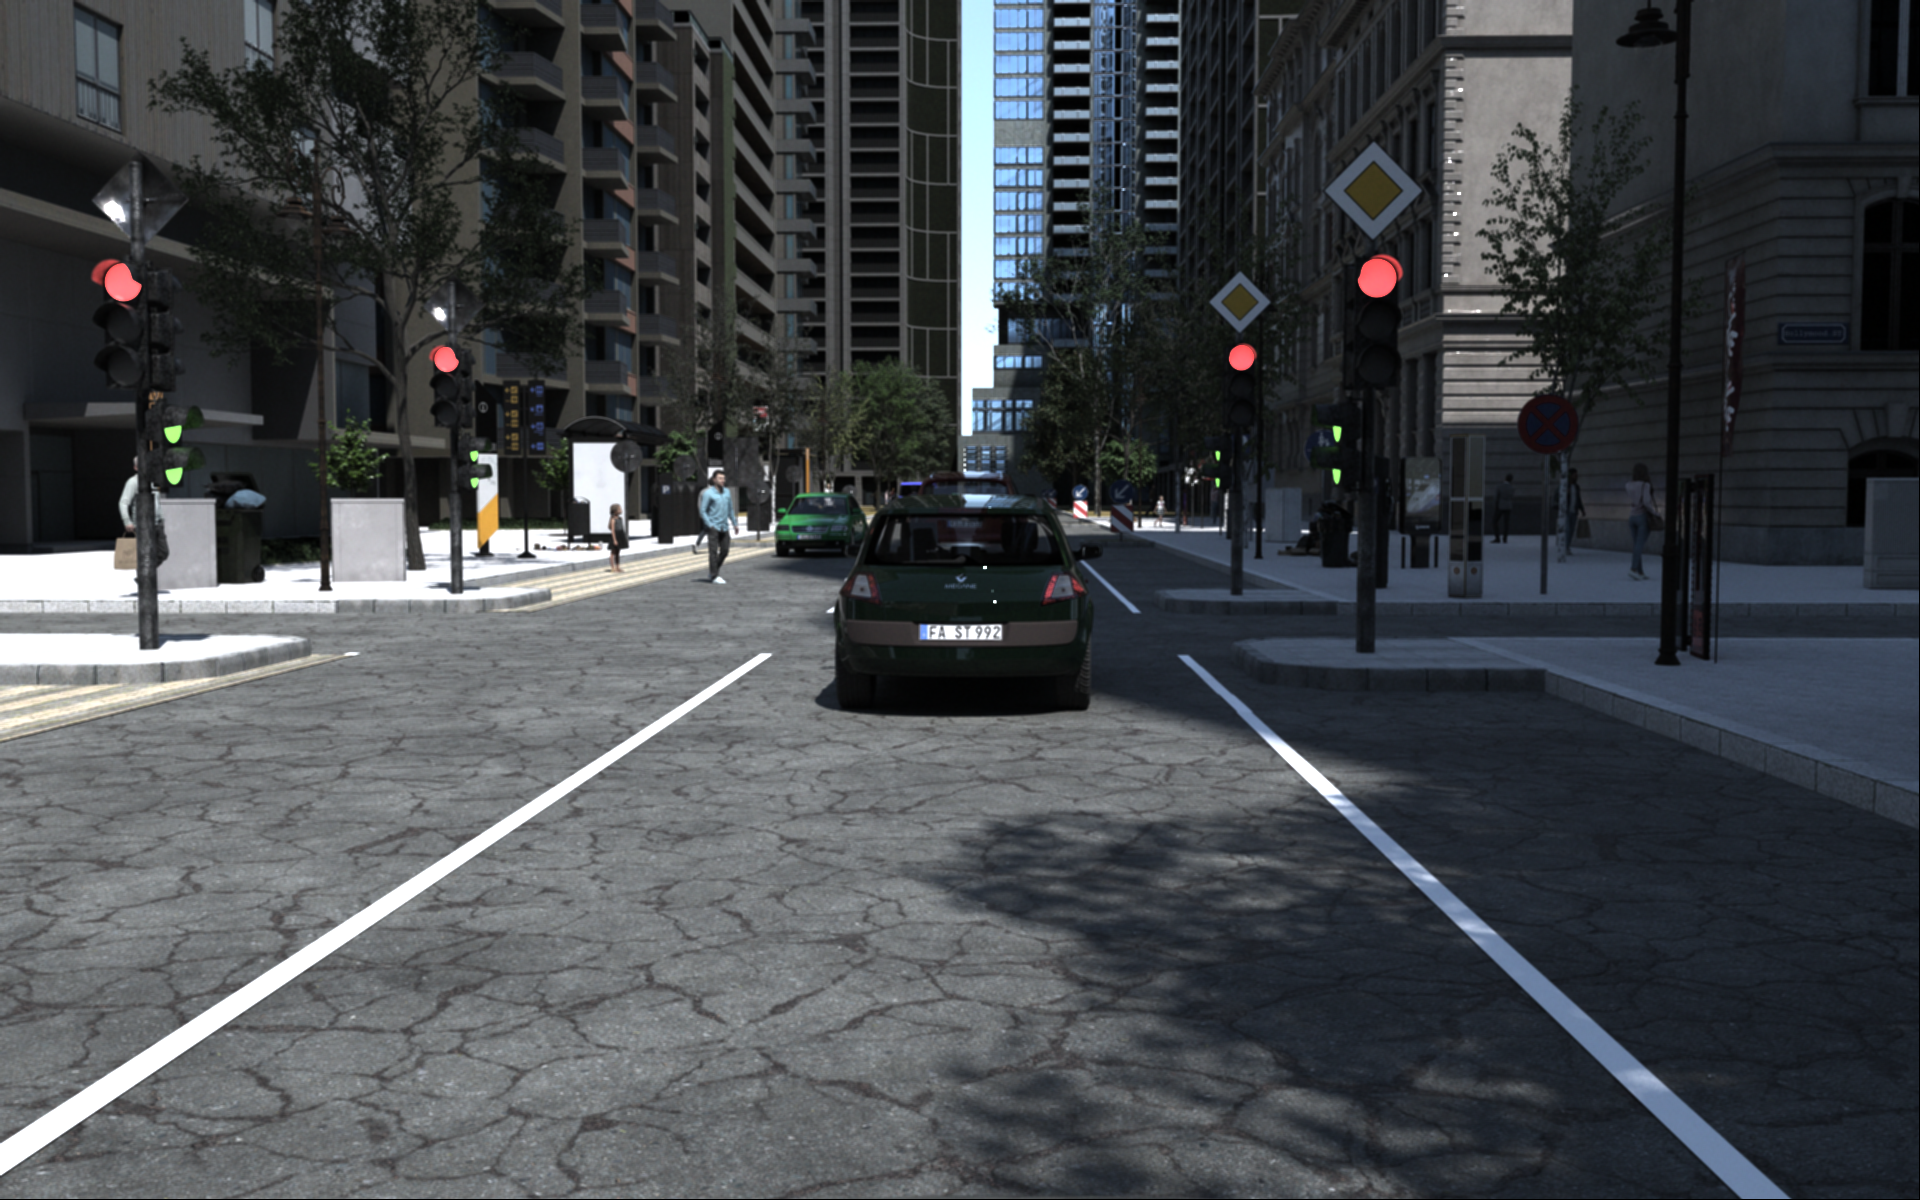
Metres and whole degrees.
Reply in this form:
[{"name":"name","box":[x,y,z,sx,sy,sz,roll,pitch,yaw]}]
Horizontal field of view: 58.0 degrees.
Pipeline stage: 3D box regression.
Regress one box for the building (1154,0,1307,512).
[{"name":"building","box":[28.416,-43.694,152.643,20.563,71.187,20.611,0,4,2]}]

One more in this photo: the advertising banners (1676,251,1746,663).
[{"name":"advertising banners","box":[5.818,-1.061,13.541,0.090,3.025,2.074,1,4,11]}]

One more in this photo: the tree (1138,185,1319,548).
[{"name":"tree","box":[6.549,-5.517,40.566,4.737,8.622,4.395,0,3,0]}]

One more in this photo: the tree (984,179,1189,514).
[{"name":"tree","box":[7.740,-15.362,107.055,12.611,20.169,13.585,0,3,0]}]

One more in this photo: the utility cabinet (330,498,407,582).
[{"name":"utility cabinet","box":[-8.654,-0.869,25.362,1.020,1.237,0.306,-1,4,-15]}]

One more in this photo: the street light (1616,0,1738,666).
[{"name":"street light","box":[5.327,-2.451,12.861,0.468,5.910,1.993,0,4,2]}]

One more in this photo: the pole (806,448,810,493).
[{"name":"pole","box":[-6.773,-5.092,77.100,0.158,3.312,0.155,0,3,0]}]

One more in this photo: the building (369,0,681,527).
[{"name":"building","box":[-25.311,-25.958,79.032,22.147,44.769,28.867,0,4,2]}]

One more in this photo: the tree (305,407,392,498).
[{"name":"tree","box":[-13.592,-2.696,38.679,1.663,3.219,1.824,0,3,0]}]

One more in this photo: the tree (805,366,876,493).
[{"name":"tree","box":[-7.237,-9.177,100.410,4.737,8.622,4.395,0,3,0]}]

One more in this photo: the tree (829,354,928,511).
[{"name":"tree","box":[-6.233,-12.490,129.974,9.928,11.665,9.643,0,3,0]}]

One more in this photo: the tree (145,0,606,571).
[{"name":"tree","box":[-9.485,-5.773,28.807,7.601,10.594,8.767,-1,4,-11]}]

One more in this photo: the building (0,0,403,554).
[{"name":"building","box":[-30.827,-27.742,42.819,28.713,52.752,27.495,0,4,2]}]

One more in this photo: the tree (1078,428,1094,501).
[{"name":"tree","box":[10.525,-12.000,146.566,4.360,8.622,3.978,0,3,0]}]

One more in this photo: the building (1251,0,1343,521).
[{"name":"building","box":[22.705,-18.186,84.735,14.401,28.519,23.554,0,4,2]}]

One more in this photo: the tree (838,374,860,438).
[{"name":"tree","box":[-7.616,-8.802,94.276,4.360,8.622,3.978,0,3,0]}]

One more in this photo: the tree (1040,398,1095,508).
[{"name":"tree","box":[10.497,-14.410,161.365,9.928,11.665,9.643,0,3,0]}]

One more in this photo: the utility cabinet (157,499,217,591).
[{"name":"utility cabinet","box":[-10.586,-0.750,23.417,0.306,1.237,1.020,2,4,30]}]

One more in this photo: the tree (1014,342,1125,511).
[{"name":"tree","box":[8.656,-13.091,131.050,9.611,12.733,9.660,0,3,0]}]

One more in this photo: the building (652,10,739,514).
[{"name":"building","box":[-21.571,-20.370,104.750,14.160,30.474,14.107,0,4,2]}]

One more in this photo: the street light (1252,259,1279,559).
[{"name":"street light","box":[5.929,-3.757,34.209,0.468,5.910,1.993,0,4,2]}]

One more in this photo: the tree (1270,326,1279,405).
[{"name":"tree","box":[9.504,-6.827,61.984,4.360,8.622,3.978,0,3,0]}]

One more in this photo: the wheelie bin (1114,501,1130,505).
[{"name":"wheelie bin","box":[8.195,-4.852,87.232,0.980,1.594,0.693,-2,4,-26]}]

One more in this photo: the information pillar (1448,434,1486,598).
[{"name":"information pillar","box":[6.262,-1.035,21.411,0.304,2.012,0.304,-2,4,-28]}]

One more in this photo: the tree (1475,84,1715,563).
[{"name":"tree","box":[11.491,-5.005,32.192,4.737,8.622,4.395,0,3,0]}]

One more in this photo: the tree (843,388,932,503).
[{"name":"tree","box":[-6.083,-12.737,142.655,8.767,10.594,7.601,2,4,26]}]

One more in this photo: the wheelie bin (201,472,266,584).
[{"name":"wheelie bin","box":[-10.430,-1.039,24.891,0.980,1.594,0.693,1,4,9]}]

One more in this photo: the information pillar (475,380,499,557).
[{"name":"information pillar","box":[-9.753,-2.710,35.662,0.183,3.616,0.504,3,4,38]}]

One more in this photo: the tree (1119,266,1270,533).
[{"name":"tree","box":[7.355,-6.484,56.380,4.360,8.622,3.978,0,3,0]}]

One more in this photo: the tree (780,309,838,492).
[{"name":"tree","box":[-7.570,-7.273,69.279,4.360,8.622,3.978,0,3,0]}]

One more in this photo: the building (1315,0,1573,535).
[{"name":"building","box":[20.036,-14.292,62.558,11.050,23.489,19.941,0,4,2]}]

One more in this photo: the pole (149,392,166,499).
[{"name":"pole","box":[-11.097,-1.840,23.921,0.158,3.312,0.155,0,3,0]}]

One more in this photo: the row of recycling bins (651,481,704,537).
[{"name":"row of recycling bins","box":[-8.662,-2.839,53.526,1.069,1.692,3.534,0,4,8]}]

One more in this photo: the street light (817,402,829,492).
[{"name":"street light","box":[-6.743,-6.891,85.448,0.468,5.910,1.993,0,4,2]}]

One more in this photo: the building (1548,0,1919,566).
[{"name":"building","box":[31.482,-13.196,34.836,34.723,24.649,14.460,0,4,2]}]

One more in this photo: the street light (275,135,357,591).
[{"name":"street light","box":[-8.418,-3.059,22.803,0.468,5.910,1.993,0,4,2]}]

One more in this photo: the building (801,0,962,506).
[{"name":"building","box":[-10.304,-46.443,197.595,20.611,71.187,20.563,0,4,2]}]

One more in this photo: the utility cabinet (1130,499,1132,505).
[{"name":"utility cabinet","box":[9.293,-5.191,96.039,0.306,1.237,1.020,0,4,-5]}]

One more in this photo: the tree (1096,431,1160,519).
[{"name":"tree","box":[8.750,-6.519,90.292,4.285,4.588,4.351,0,3,0]}]

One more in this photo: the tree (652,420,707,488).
[{"name":"tree","box":[-11.991,-5.717,77.188,4.285,4.588,4.351,0,3,0]}]

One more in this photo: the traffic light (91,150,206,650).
[{"name":"traffic light","box":[-6.688,-1.546,14.203,0.839,4.253,0.868,0,4,2]}]

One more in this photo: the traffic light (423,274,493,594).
[{"name":"traffic light","box":[-6.458,-2.035,22.185,0.839,4.253,0.868,0,4,2]}]

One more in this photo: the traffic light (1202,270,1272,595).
[{"name":"traffic light","box":[3.499,-2.018,21.915,0.839,4.253,0.868,0,4,2]}]

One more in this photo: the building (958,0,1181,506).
[{"name":"building","box":[15.543,-54.160,198.192,31.000,86.520,22.319,0,4,2]}]

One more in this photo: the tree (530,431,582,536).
[{"name":"tree","box":[-12.086,-3.586,53.233,1.663,3.219,1.824,0,3,0]}]

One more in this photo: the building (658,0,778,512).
[{"name":"building","box":[-24.991,-30.485,122.124,21.300,48.544,21.600,0,4,2]}]

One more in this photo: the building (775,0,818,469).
[{"name":"building","box":[-28.445,-32.673,153.817,30.456,49.044,23.786,0,4,2]}]

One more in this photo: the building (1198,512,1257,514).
[{"name":"building","box":[27.305,-42.434,132.054,20.563,71.187,20.611,0,4,2]}]

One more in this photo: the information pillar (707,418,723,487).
[{"name":"information pillar","box":[-7.539,-3.801,53.504,0.504,3.616,0.183,-1,4,-17]}]

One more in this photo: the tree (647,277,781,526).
[{"name":"tree","box":[-8.549,-6.646,59.028,4.360,8.622,3.978,0,3,0]}]

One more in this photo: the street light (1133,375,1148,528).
[{"name":"street light","box":[6.848,-5.690,65.819,0.468,5.910,1.993,0,4,2]}]

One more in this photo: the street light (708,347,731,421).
[{"name":"street light","box":[-7.584,-5.010,54.703,0.468,5.910,1.993,0,4,2]}]

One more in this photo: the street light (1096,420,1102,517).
[{"name":"street light","box":[7.766,-7.571,96.575,0.468,5.910,1.993,0,4,2]}]

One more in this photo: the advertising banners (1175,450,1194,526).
[{"name":"advertising banners","box":[9.031,-4.483,69.484,0.090,3.025,2.074,-1,4,-12]}]

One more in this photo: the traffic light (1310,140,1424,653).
[{"name":"traffic light","box":[3.269,-1.530,13.934,0.839,4.253,0.868,0,4,2]}]

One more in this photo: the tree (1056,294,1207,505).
[{"name":"tree","box":[7.909,-8.960,80.916,7.601,10.594,8.767,1,4,23]}]

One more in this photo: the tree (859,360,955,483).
[{"name":"tree","box":[-5.099,-15.699,163.335,9.857,13.997,8.962,0,3,0]}]

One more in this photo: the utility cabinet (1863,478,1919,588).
[{"name":"utility cabinet","box":[12.863,-0.896,23.320,1.173,1.500,0.318,0,4,8]}]
